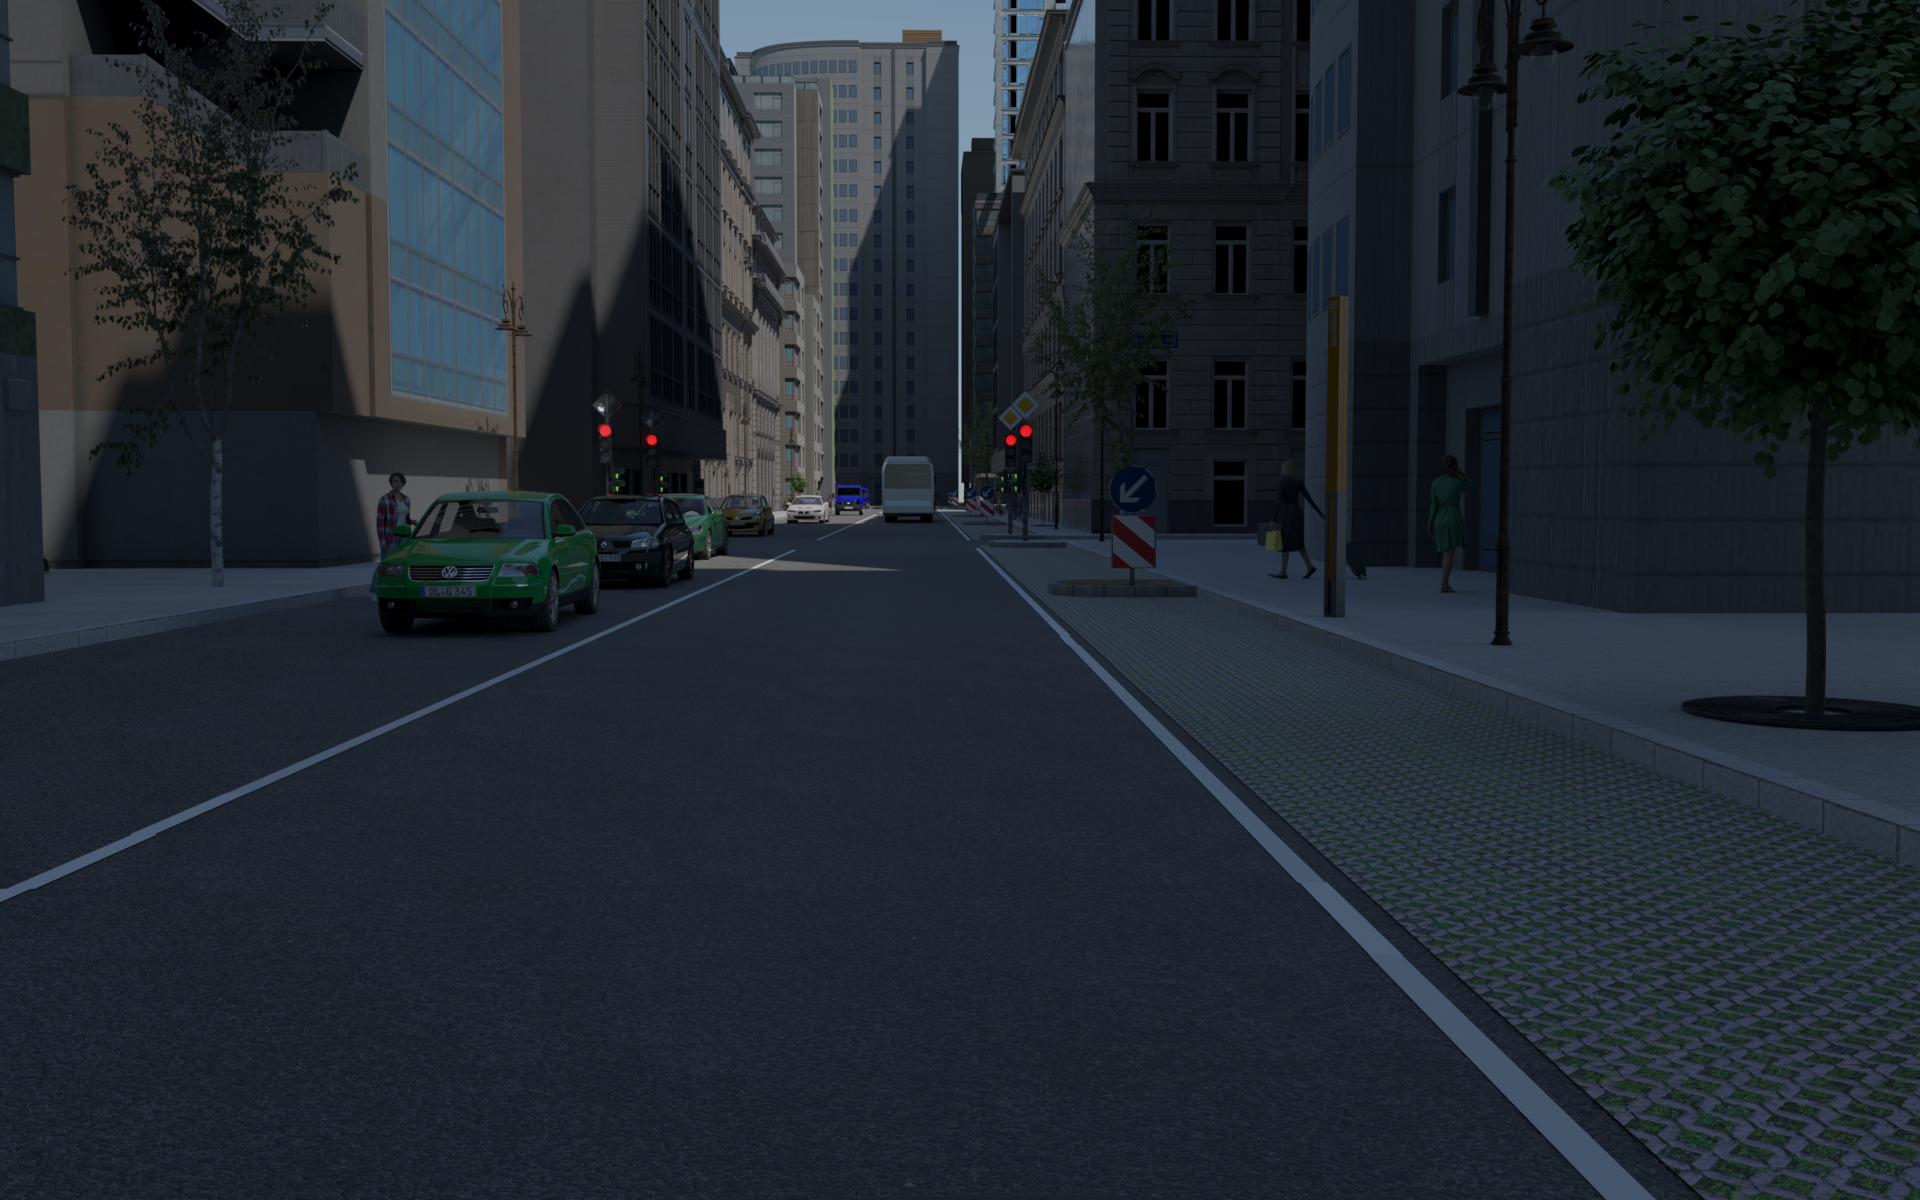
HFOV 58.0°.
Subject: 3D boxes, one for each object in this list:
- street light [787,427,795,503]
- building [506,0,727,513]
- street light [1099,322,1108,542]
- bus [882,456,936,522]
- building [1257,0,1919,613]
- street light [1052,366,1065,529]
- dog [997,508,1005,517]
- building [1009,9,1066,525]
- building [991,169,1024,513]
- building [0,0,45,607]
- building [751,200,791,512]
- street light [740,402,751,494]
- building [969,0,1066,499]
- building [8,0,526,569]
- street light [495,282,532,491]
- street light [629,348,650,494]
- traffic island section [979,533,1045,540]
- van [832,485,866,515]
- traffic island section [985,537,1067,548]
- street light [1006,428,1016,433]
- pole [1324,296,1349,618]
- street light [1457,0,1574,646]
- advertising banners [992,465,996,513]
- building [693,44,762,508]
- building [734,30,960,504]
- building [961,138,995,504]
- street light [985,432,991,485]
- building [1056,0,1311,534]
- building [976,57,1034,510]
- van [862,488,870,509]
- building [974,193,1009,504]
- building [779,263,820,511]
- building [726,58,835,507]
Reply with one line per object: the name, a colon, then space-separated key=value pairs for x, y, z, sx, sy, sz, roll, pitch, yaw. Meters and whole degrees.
street light: x=-11.603 y=-8.965 z=119.359 sx=0.468 sy=5.910 sz=1.993 roll=0 pitch=4 yaw=-1
building: x=-17.308 y=-16.641 z=65.584 sx=14.314 sy=27.812 sz=24.014 roll=0 pitch=4 yaw=-1
street light: x=3.840 y=-4.523 z=46.732 sx=0.468 sy=5.910 sz=1.993 roll=0 pitch=4 yaw=-1
bus: x=-2.678 y=-5.900 z=91.320 sx=2.948 sy=3.499 sz=13.247 roll=0 pitch=4 yaw=-1
building: x=17.346 y=-29.909 z=31.019 sx=21.231 sy=58.520 sz=28.212 roll=0 pitch=4 yaw=-1
street light: x=3.497 y=-5.506 z=62.811 sx=0.468 sy=5.910 sz=1.993 roll=0 pitch=4 yaw=-1
dog: x=2.324 y=-4.932 z=97.463 sx=0.540 sy=0.507 sz=0.406 roll=1 pitch=4 yaw=11
building: x=11.197 y=-15.408 z=85.198 sx=16.112 sy=22.955 sz=30.059 roll=0 pitch=4 yaw=-1
building: x=9.742 y=-18.127 z=115.439 sx=14.314 sy=24.678 sz=30.058 roll=0 pitch=4 yaw=-1
building: x=-17.781 y=-20.111 z=12.409 sx=14.154 sy=41.232 sz=14.086 roll=0 pitch=4 yaw=-1
building: x=-18.837 y=-16.741 z=115.513 sx=13.314 sy=21.916 sz=24.055 roll=0 pitch=4 yaw=-1
street light: x=-10.809 y=-6.997 z=87.188 sx=0.468 sy=5.910 sz=1.993 roll=0 pitch=4 yaw=-1
building: x=12.602 y=-53.617 z=189.317 sx=22.319 sy=86.520 sz=31.000 roll=0 pitch=4 yaw=-1
building: x=-17.912 y=-23.568 z=35.454 sx=14.200 sy=45.320 sz=14.600 roll=0 pitch=4 yaw=-1
street light: x=-9.750 y=-3.986 z=37.959 sx=0.468 sy=5.910 sz=1.993 roll=0 pitch=4 yaw=-1
street light: x=-10.147 y=-5.029 z=55.013 sx=0.468 sy=5.910 sz=1.993 roll=0 pitch=4 yaw=-1
traffic island section: x=1.625 y=-2.010 z=55.150 sx=2.009 sy=0.180 sz=2.903 roll=0 pitch=4 yaw=-1
van: x=-7.532 y=-6.938 z=117.825 sx=2.240 sy=2.365 sz=5.245 roll=0 pitch=4 yaw=-2
traffic island section: x=1.795 y=-1.522 z=47.166 sx=2.009 sy=0.180 sz=2.903 roll=0 pitch=4 yaw=-1
street light: x=2.834 y=-7.525 z=95.829 sx=0.468 sy=5.910 sz=1.993 roll=0 pitch=4 yaw=-1
pole: x=3.906 y=-1.476 z=17.974 sx=0.158 sy=3.312 sz=0.155 roll=0 pitch=3 yaw=0
street light: x=4.606 y=-2.554 z=14.550 sx=0.468 sy=5.910 sz=1.993 roll=0 pitch=4 yaw=-1
advertising banners: x=2.058 y=-6.721 z=106.074 sx=0.090 sy=3.025 sz=2.074 roll=0 pitch=4 yaw=-4
building: x=-17.694 y=-17.946 z=90.680 sx=12.463 sy=27.353 sz=25.104 roll=0 pitch=4 yaw=-1
building: x=-14.364 y=-41.693 z=223.681 sx=28.212 sy=58.520 sz=21.231 roll=0 pitch=4 yaw=-1
building: x=7.348 y=-34.912 z=220.921 sx=14.200 sy=45.320 sz=14.600 roll=0 pitch=4 yaw=-1
street light: x=2.049 y=-9.584 z=129.490 sx=0.468 sy=5.910 sz=1.993 roll=0 pitch=4 yaw=-1
building: x=16.219 y=-16.124 z=60.891 sx=25.104 sy=27.353 sz=12.463 roll=0 pitch=4 yaw=-1
building: x=17.695 y=-27.969 z=149.179 sx=32.217 sy=40.220 sz=23.993 roll=0 pitch=4 yaw=-1
van: x=-9.849 y=-10.047 z=168.644 sx=2.240 sy=2.365 sz=5.245 roll=0 pitch=4 yaw=0
building: x=8.306 y=-24.257 z=168.295 sx=14.160 sy=30.474 sz=14.107 roll=0 pitch=4 yaw=-1
building: x=-26.378 y=-18.297 z=144.197 sx=27.650 sy=21.520 sz=28.899 roll=0 pitch=4 yaw=-1
building: x=-19.381 y=-29.456 z=165.201 sx=14.154 sy=41.232 sz=14.086 roll=0 pitch=4 yaw=-1
